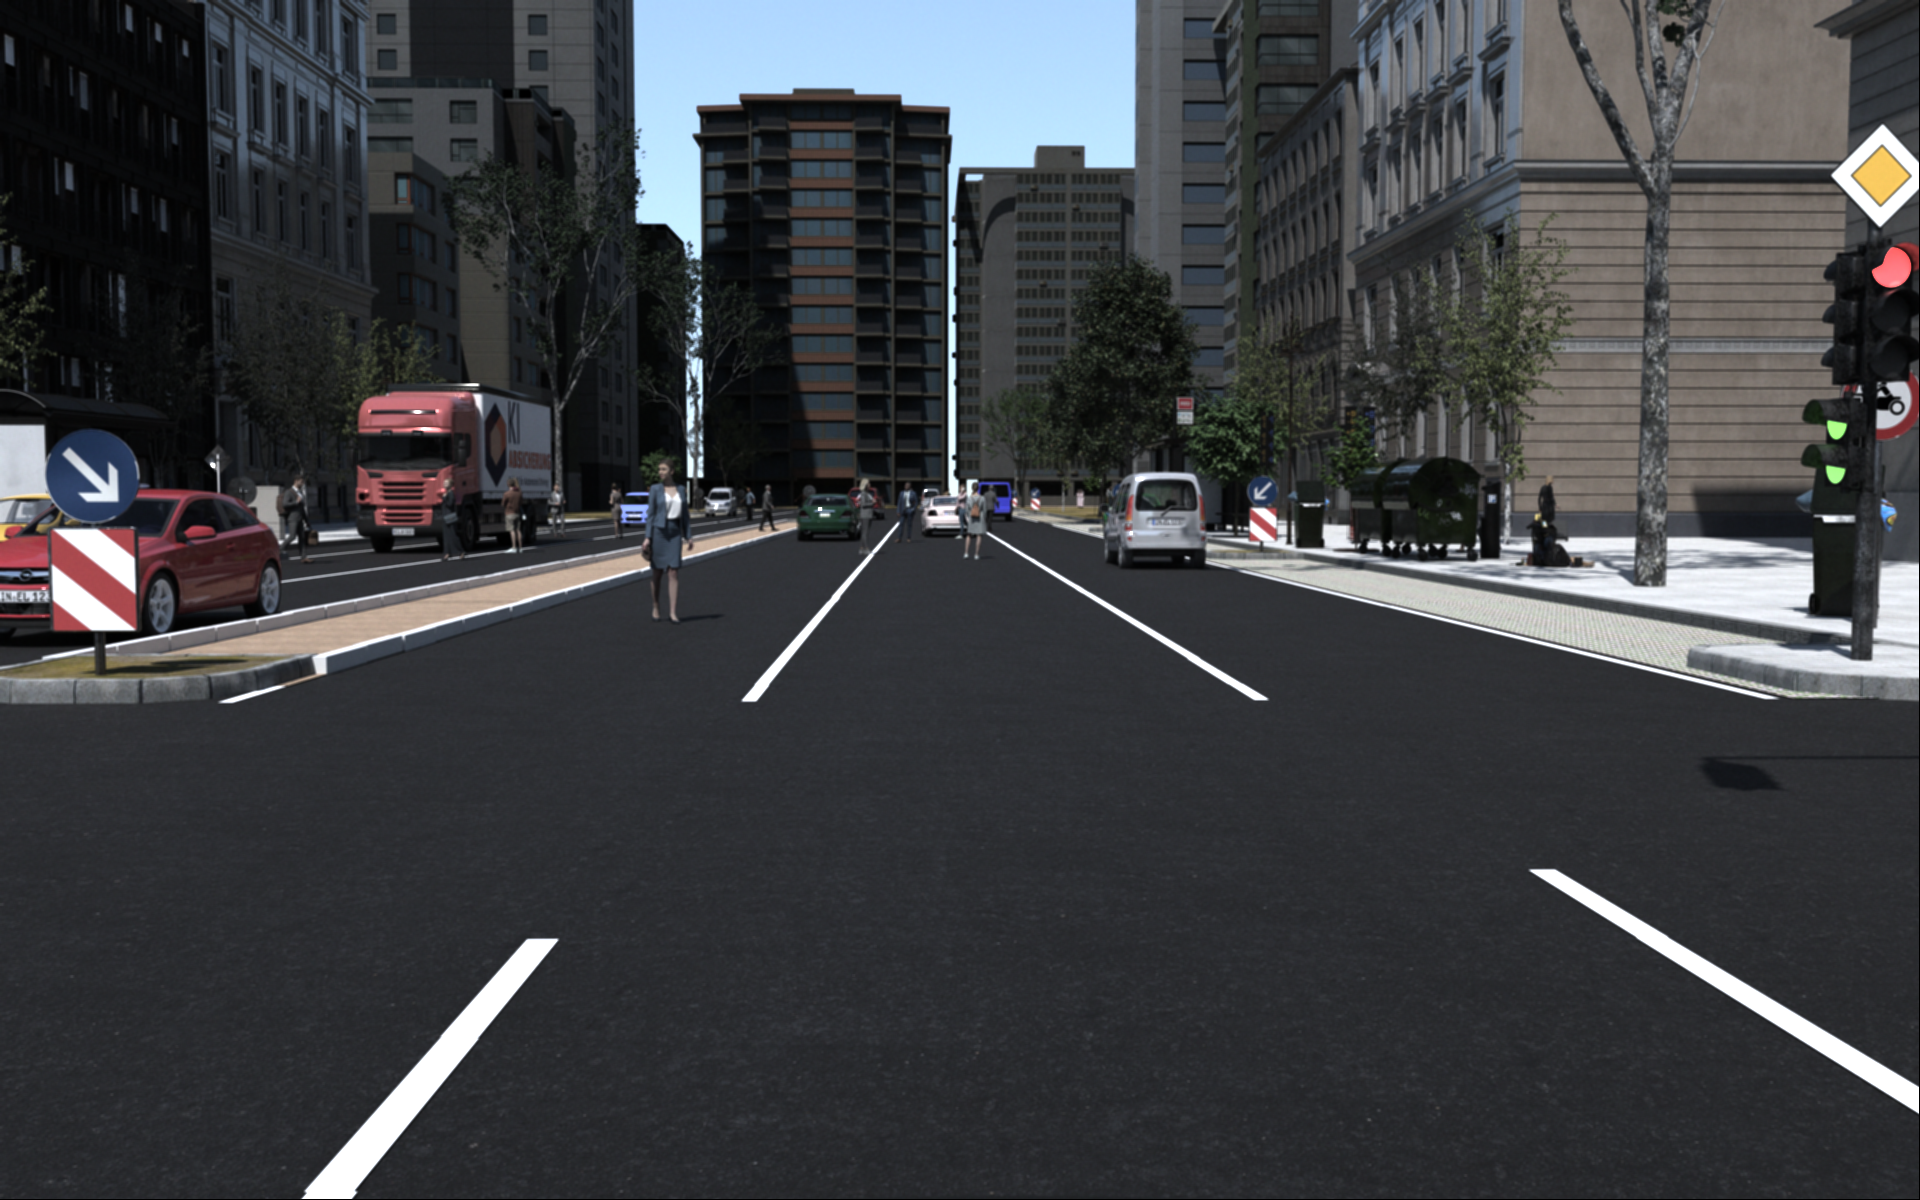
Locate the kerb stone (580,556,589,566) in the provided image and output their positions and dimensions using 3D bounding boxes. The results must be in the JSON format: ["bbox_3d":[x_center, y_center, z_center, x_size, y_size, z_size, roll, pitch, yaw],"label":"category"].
[{"bbox_3d":[-7.616,-0.760,34.626,0.120,0.150,1.000,0,4,-1],"label":"kerb stone"}]

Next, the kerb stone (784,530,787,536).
[{"bbox_3d":[-6.017,-2.207,58.278,0.120,0.150,1.000,0,4,-1],"label":"kerb stone"}]

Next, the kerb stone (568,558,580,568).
[{"bbox_3d":[-7.590,-0.693,33.605,0.120,0.150,1.000,0,4,-1],"label":"kerb stone"}]

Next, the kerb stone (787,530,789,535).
[{"bbox_3d":[-6.036,-2.270,59.302,0.120,0.150,1.000,0,4,-1],"label":"kerb stone"}]

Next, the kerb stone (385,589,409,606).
[{"bbox_3d":[-7.355,-0.010,22.351,0.120,0.150,1.000,0,4,-1],"label":"kerb stone"}]

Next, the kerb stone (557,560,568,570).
[{"bbox_3d":[-7.577,-0.635,32.582,0.120,0.150,1.000,0,4,-1],"label":"kerb stone"}]

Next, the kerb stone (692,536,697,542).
[{"bbox_3d":[-7.960,-1.764,51.037,0.120,0.150,1.000,0,4,-1],"label":"kerb stone"}]

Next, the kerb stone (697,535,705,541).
[{"bbox_3d":[-8.006,-1.889,53.087,0.120,0.150,1.000,0,4,-1],"label":"kerb stone"}]

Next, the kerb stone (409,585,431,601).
[{"bbox_3d":[-7.376,-0.072,23.373,0.120,0.150,1.000,0,4,-1],"label":"kerb stone"}]

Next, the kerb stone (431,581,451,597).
[{"bbox_3d":[-7.397,-0.135,24.395,0.120,0.150,1.000,0,4,-1],"label":"kerb stone"}]

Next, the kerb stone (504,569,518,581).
[{"bbox_3d":[-7.482,-0.380,28.484,0.120,0.150,1.000,0,4,-1],"label":"kerb stone"}]

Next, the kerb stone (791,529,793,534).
[{"bbox_3d":[-6.086,-2.391,61.346,0.120,0.150,1.000,0,4,-1],"label":"kerb stone"}]

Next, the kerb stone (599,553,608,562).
[{"bbox_3d":[-7.658,-0.879,36.683,0.120,0.150,1.000,0,4,-1],"label":"kerb stone"}]

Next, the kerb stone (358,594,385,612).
[{"bbox_3d":[-7.332,0.055,21.321,0.120,0.150,1.000,0,4,-1],"label":"kerb stone"}]

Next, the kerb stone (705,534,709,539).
[{"bbox_3d":[-8.030,-1.952,54.115,0.120,0.150,1.000,0,4,-1],"label":"kerb stone"}]

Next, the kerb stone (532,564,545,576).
[{"bbox_3d":[-7.526,-0.510,30.533,0.120,0.150,1.000,0,4,-1],"label":"kerb stone"}]

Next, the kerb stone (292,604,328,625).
[{"bbox_3d":[-7.298,0.179,19.275,0.120,0.150,1.000,0,4,-1],"label":"kerb stone"}]

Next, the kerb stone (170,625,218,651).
[{"bbox_3d":[-7.227,0.367,16.198,0.120,0.150,1.000,0,4,-1],"label":"kerb stone"}]

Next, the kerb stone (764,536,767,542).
[{"bbox_3d":[-5.864,-1.768,51.109,0.120,0.150,1.000,0,4,-1],"label":"kerb stone"}]

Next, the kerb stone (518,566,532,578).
[{"bbox_3d":[-7.511,-0.447,29.507,0.120,0.150,1.000,0,4,-1],"label":"kerb stone"}]

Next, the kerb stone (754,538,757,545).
[{"bbox_3d":[-5.806,-1.580,48.032,0.120,0.150,1.000,0,4,-1],"label":"kerb stone"}]

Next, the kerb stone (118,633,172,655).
[{"bbox_3d":[-7.205,0.429,15.174,0.120,0.150,1.000,0,4,-1],"label":"kerb stone"}]

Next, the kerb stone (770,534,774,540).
[{"bbox_3d":[-5.904,-1.891,53.164,0.120,0.150,1.000,0,4,-1],"label":"kerb stone"}]

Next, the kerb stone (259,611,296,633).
[{"bbox_3d":[-7.265,0.250,18.254,0.120,0.150,1.000,0,4,-1],"label":"kerb stone"}]

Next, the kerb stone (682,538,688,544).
[{"bbox_3d":[-7.941,-1.701,50.009,0.120,0.150,1.000,0,4,-1],"label":"kerb stone"}]

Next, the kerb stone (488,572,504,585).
[{"bbox_3d":[-7.461,-0.311,27.462,0.120,0.150,1.000,0,4,-1],"label":"kerb stone"}]

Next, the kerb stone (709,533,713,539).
[{"bbox_3d":[-8.053,-2.011,55.140,0.120,0.150,1.000,0,4,-1],"label":"kerb stone"}]

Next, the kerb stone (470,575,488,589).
[{"bbox_3d":[-7.437,-0.257,26.440,0.120,0.150,1.000,0,4,-1],"label":"kerb stone"}]

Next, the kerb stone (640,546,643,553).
[{"bbox_3d":[-7.772,-1.197,41.807,0.120,0.150,1.000,0,4,-1],"label":"kerb stone"}]

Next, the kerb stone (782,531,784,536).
[{"bbox_3d":[-6.000,-2.144,57.256,0.120,0.150,1.000,0,4,-1],"label":"kerb stone"}]

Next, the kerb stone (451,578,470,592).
[{"bbox_3d":[-7.419,-0.197,25.417,0.120,0.150,1.000,0,4,-1],"label":"kerb stone"}]

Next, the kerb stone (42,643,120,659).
[{"bbox_3d":[-7.179,0.492,14.146,0.120,0.150,1.000,0,4,-1],"label":"kerb stone"}]

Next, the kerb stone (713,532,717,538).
[{"bbox_3d":[-8.077,-2.077,56.162,0.120,0.150,1.000,0,4,-1],"label":"kerb stone"}]

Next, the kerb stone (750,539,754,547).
[{"bbox_3d":[-5.775,-1.513,47.008,0.120,0.150,1.000,0,4,-1],"label":"kerb stone"}]

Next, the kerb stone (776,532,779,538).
[{"bbox_3d":[-5.964,-2.019,55.208,0.120,0.150,1.000,0,4,-1],"label":"kerb stone"}]

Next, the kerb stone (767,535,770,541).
[{"bbox_3d":[-5.889,-1.832,52.142,0.120,0.150,1.000,0,4,-1],"label":"kerb stone"}]

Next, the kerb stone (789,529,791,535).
[{"bbox_3d":[-6.058,-2.329,60.324,0.120,0.150,1.000,0,4,-1],"label":"kerb stone"}]

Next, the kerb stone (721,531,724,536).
[{"bbox_3d":[-8.118,-2.203,58.206,0.120,0.150,1.000,0,4,-1],"label":"kerb stone"}]

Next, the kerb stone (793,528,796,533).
[{"bbox_3d":[-6.106,-2.457,62.368,0.120,0.150,1.000,0,4,-1],"label":"kerb stone"}]

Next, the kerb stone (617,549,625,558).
[{"bbox_3d":[-7.702,-1.009,38.727,0.120,0.150,1.000,0,4,-1],"label":"kerb stone"}]

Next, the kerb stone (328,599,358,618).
[{"bbox_3d":[-7.311,0.117,20.297,0.120,0.150,1.000,0,4,-1],"label":"kerb stone"}]

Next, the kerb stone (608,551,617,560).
[{"bbox_3d":[-7.679,-0.943,37.705,0.120,0.150,1.000,0,4,-1],"label":"kerb stone"}]

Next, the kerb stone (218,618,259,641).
[{"bbox_3d":[-7.246,0.307,17.221,0.120,0.150,1.000,0,4,-1],"label":"kerb stone"}]

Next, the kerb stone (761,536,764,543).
[{"bbox_3d":[-5.845,-1.706,50.085,0.120,0.150,1.000,0,4,-1],"label":"kerb stone"}]

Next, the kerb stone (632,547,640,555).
[{"bbox_3d":[-7.745,-1.137,40.785,0.120,0.150,1.000,0,4,-1],"label":"kerb stone"}]

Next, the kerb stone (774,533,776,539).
[{"bbox_3d":[-5.934,-1.953,54.186,0.120,0.150,1.000,0,4,-1],"label":"kerb stone"}]

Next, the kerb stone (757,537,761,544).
[{"bbox_3d":[-5.815,-1.643,49.063,0.120,0.150,1.000,0,4,-1],"label":"kerb stone"}]

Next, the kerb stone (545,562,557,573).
[{"bbox_3d":[-7.549,-0.571,31.556,0.120,0.150,1.000,0,4,-1],"label":"kerb stone"}]

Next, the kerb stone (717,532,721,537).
[{"bbox_3d":[-8.095,-2.134,57.185,0.120,0.150,1.000,0,4,-1],"label":"kerb stone"}]

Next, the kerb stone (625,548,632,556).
[{"bbox_3d":[-7.721,-1.074,39.754,0.120,0.150,1.000,0,4,-1],"label":"kerb stone"}]

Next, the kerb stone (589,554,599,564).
[{"bbox_3d":[-7.641,-0.823,35.655,0.120,0.150,1.000,0,4,-1],"label":"kerb stone"}]

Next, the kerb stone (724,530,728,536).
[{"bbox_3d":[-8.137,-2.264,59.228,0.120,0.150,1.000,0,4,-1],"label":"kerb stone"}]

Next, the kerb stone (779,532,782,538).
[{"bbox_3d":[-5.976,-2.082,56.234,0.120,0.150,1.000,0,4,-1],"label":"kerb stone"}]
